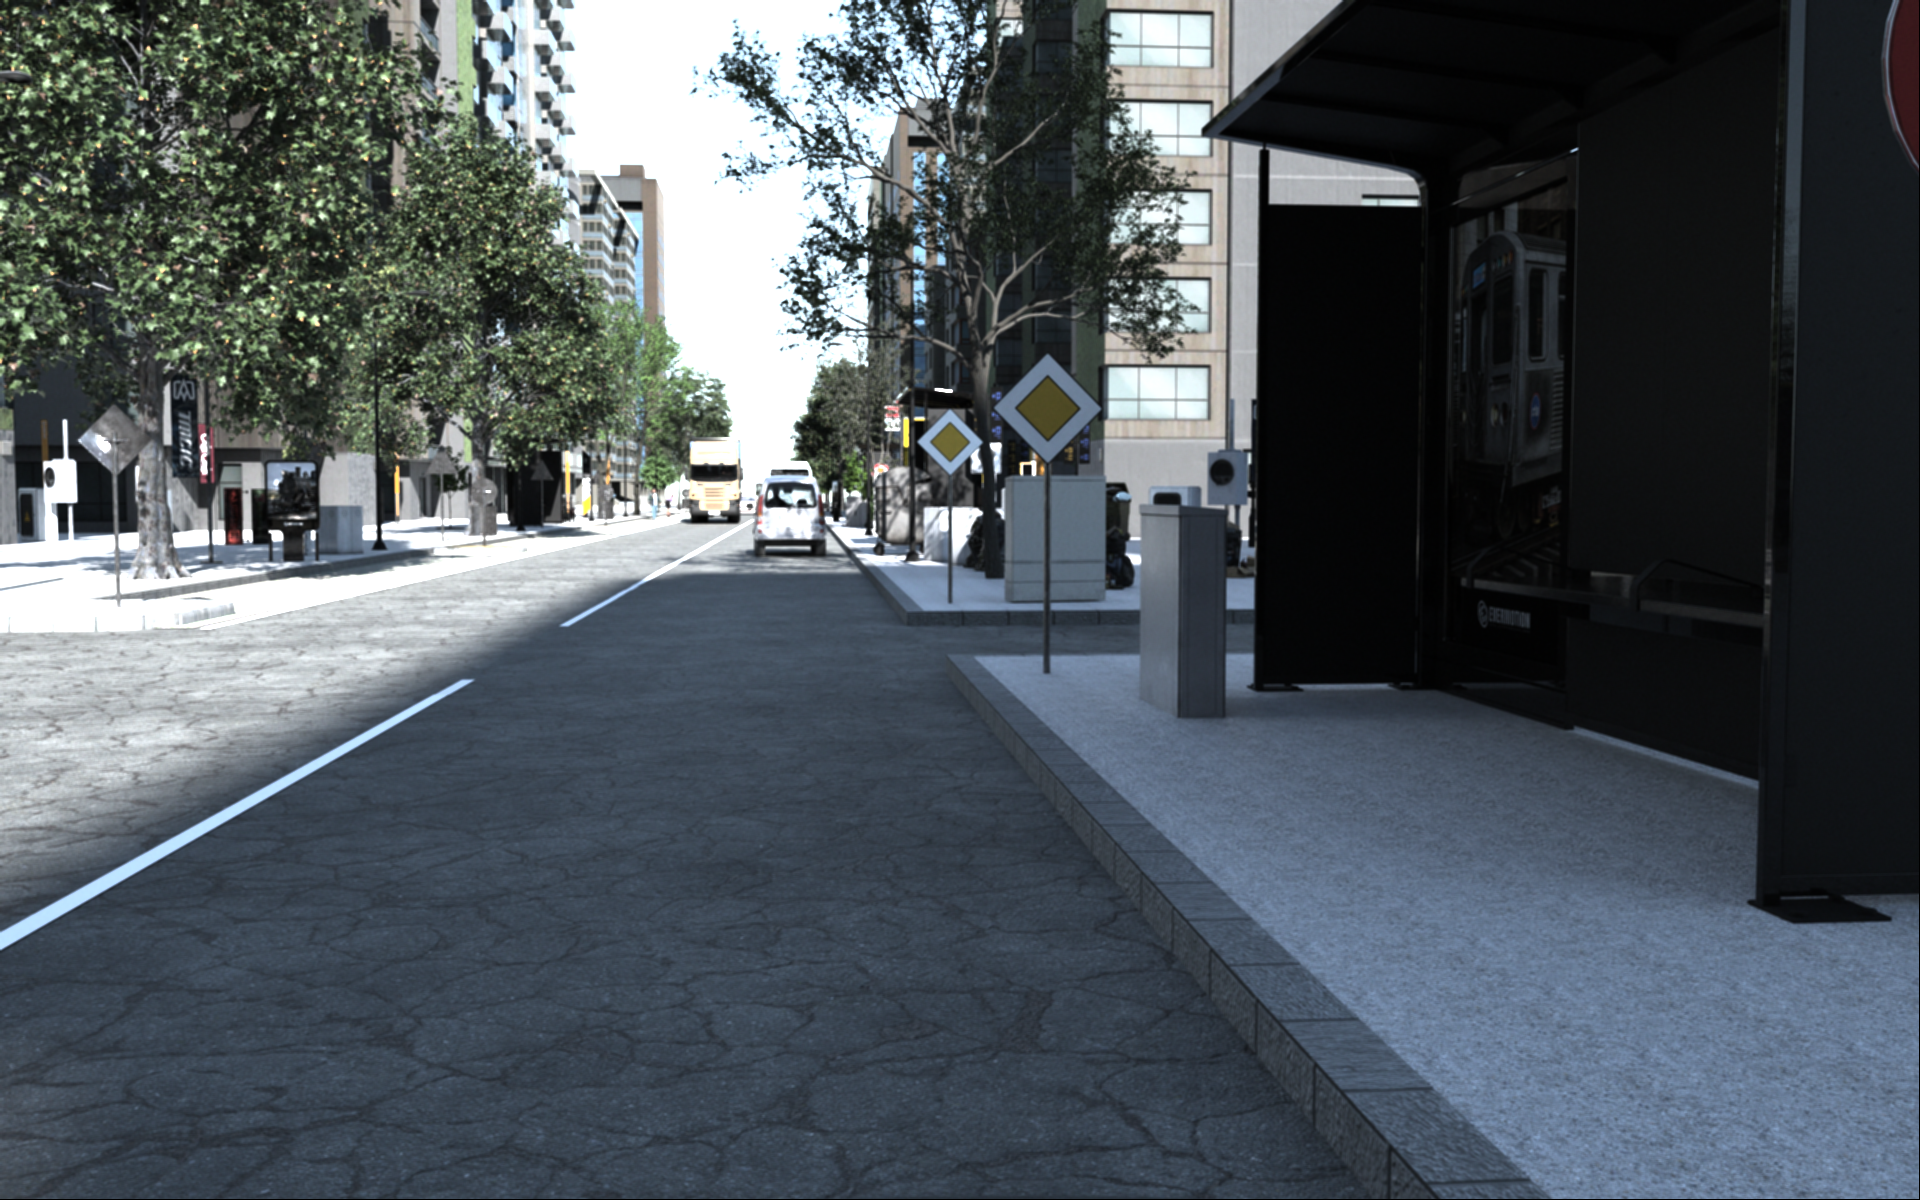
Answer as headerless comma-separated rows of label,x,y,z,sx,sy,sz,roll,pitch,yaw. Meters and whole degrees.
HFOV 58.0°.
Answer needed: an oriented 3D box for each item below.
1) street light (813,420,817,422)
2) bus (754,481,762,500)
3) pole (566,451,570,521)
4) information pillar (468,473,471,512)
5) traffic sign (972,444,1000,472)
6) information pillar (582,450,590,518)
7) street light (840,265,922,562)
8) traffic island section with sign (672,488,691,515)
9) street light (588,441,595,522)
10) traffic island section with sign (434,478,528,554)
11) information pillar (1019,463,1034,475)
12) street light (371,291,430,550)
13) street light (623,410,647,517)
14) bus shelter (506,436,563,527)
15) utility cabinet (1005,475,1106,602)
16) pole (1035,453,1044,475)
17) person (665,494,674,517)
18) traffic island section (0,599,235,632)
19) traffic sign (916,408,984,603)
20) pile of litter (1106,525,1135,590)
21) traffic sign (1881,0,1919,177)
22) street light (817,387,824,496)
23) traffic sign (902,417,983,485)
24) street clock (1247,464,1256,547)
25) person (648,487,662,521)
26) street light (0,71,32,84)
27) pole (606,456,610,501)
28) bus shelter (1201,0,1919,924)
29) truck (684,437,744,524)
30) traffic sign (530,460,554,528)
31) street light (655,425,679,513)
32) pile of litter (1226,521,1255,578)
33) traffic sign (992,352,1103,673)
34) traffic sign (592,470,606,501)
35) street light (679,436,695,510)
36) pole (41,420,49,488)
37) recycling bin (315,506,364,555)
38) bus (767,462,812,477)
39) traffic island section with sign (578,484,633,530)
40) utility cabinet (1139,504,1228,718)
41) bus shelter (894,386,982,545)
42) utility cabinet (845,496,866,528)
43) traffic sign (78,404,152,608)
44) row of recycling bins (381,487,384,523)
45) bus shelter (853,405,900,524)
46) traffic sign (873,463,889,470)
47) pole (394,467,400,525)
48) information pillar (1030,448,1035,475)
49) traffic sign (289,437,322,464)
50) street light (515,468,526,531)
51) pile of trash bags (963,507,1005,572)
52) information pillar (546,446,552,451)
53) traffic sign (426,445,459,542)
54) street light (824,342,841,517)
street light,-7.152,-7.494,95.071,1.470,5.913,1.316,0,4,-5
bus,-26.856,-14.953,239.341,2.948,3.499,13.247,0,4,-5
pole,-18.688,-5.423,82.509,0.158,3.312,0.155,0,3,0
information pillar,-16.613,-3.352,59.296,0.304,2.012,0.304,1,4,14
traffic sign,0.526,-2.011,35.007,0.606,2.300,0.079,0,4,1
information pillar,-19.896,-6.177,92.352,0.504,3.616,0.183,-2,4,-35
street light,-1.438,-3.671,32.562,1.470,5.913,1.316,0,4,-5
traffic island section with sign,-18.650,-6.707,118.288,1.989,1.847,2.006,0,4,-5
street light,-16.708,-6.630,80.940,1.470,5.913,1.316,0,4,-5
traffic island section with sign,-11.597,-2.048,42.109,1.989,1.847,2.006,0,4,-5
information pillar,1.558,-2.205,40.538,0.304,2.012,0.304,0,4,-5
street light,-12.797,-4.105,39.656,1.470,5.913,1.316,0,4,-5
street light,-18.039,-7.558,96.112,1.470,5.913,1.316,0,4,-5
bus shelter,-17.355,-4.910,71.567,1.731,3.624,6.357,0,4,-5
utility cabinet,1.132,-0.730,20.619,1.173,1.500,0.318,-1,4,-17
pole,1.550,-2.407,33.199,0.158,3.312,0.155,0,3,0
person,-17.762,-5.767,106.021,0.421,1.427,0.697,2,4,34
traffic island section,-9.497,0.170,19.506,2.009,0.180,2.903,0,4,-5
traffic sign,-0.118,-1.018,20.289,0.795,2.450,0.064,0,4,-5
pile of litter,1.809,-0.595,23.690,1.176,0.858,1.719,2,4,33
traffic sign,2.269,-0.215,3.627,0.768,2.556,0.104,0,4,1
street light,-5.299,-6.239,74.543,1.470,5.913,1.316,0,4,-5
traffic sign,-0.390,-3.170,45.696,2.265,3.308,0.079,0,4,3
street clock,7.073,-2.277,41.797,0.358,2.002,0.471,0,4,5
person,-16.123,-5.045,91.335,0.721,1.781,0.623,3,4,36
street light,-10.894,-2.850,19.134,1.470,5.913,1.316,0,4,-5
pole,-18.712,-6.007,92.060,0.158,3.312,0.155,0,3,0
bus shelter,2.693,-1.039,8.264,1.731,3.624,6.357,0,4,-5
truck,-12.336,-6.043,87.710,2.839,4.237,11.283,0,4,-7
traffic sign,-15.853,-4.018,65.694,0.884,2.594,0.081,0,4,1
street light,-19.960,-8.828,116.871,1.470,5.913,1.316,0,4,-5
pile of litter,4.299,-0.790,26.890,1.719,0.858,1.176,0,4,1
traffic sign,0.618,-0.532,12.338,0.795,2.450,0.064,0,4,-5
traffic sign,-19.404,-5.681,92.885,0.884,2.594,0.081,0,4,2
street light,-21.812,-10.115,137.916,1.470,5.913,1.316,0,4,-5
pole,-25.101,-3.285,47.561,0.158,3.312,0.155,0,3,0
recycling bin,-13.327,-1.506,37.177,0.722,1.027,0.722,2,4,27
bus,-10.457,-6.785,105.787,2.948,3.499,13.247,0,4,-6
traffic island section with sign,-14.081,-3.689,68.950,1.989,1.847,2.006,0,4,-5
utility cabinet,1.333,0.048,10.384,0.306,1.237,1.020,0,4,-7
bus shelter,-0.538,-3.030,40.820,1.731,3.624,6.357,0,4,-5
utility cabinet,-4.025,-3.407,66.863,0.306,1.237,1.020,-3,4,-37
traffic sign,-9.474,-0.967,19.447,0.795,2.450,0.064,0,4,-5
row of recycling bins,-25.918,-4.229,76.254,1.069,1.692,3.534,-1,4,-15
bus shelter,-3.545,-6.025,76.145,2.179,5.291,8.768,0,4,-5
traffic sign,-3.243,-4.352,71.264,0.768,2.556,0.104,0,4,4
pole,-23.337,-4.766,71.769,0.158,3.312,0.155,0,3,0
information pillar,2.025,-3.202,43.708,0.504,3.616,0.183,-1,4,-19
traffic sign,-14.662,-2.366,38.786,0.768,2.556,0.104,0,4,2
street light,-14.772,-5.365,60.258,1.470,5.913,1.316,0,4,-5
pile of trash bags,1.106,-1.176,28.978,1.912,1.369,3.447,0,4,-5
information pillar,-19.770,-5.613,83.122,0.504,3.616,0.183,-1,4,-17
traffic sign,-13.733,-2.808,45.920,0.884,2.594,0.081,0,4,4
street light,-3.345,-4.926,53.085,1.470,5.913,1.316,0,4,-5
